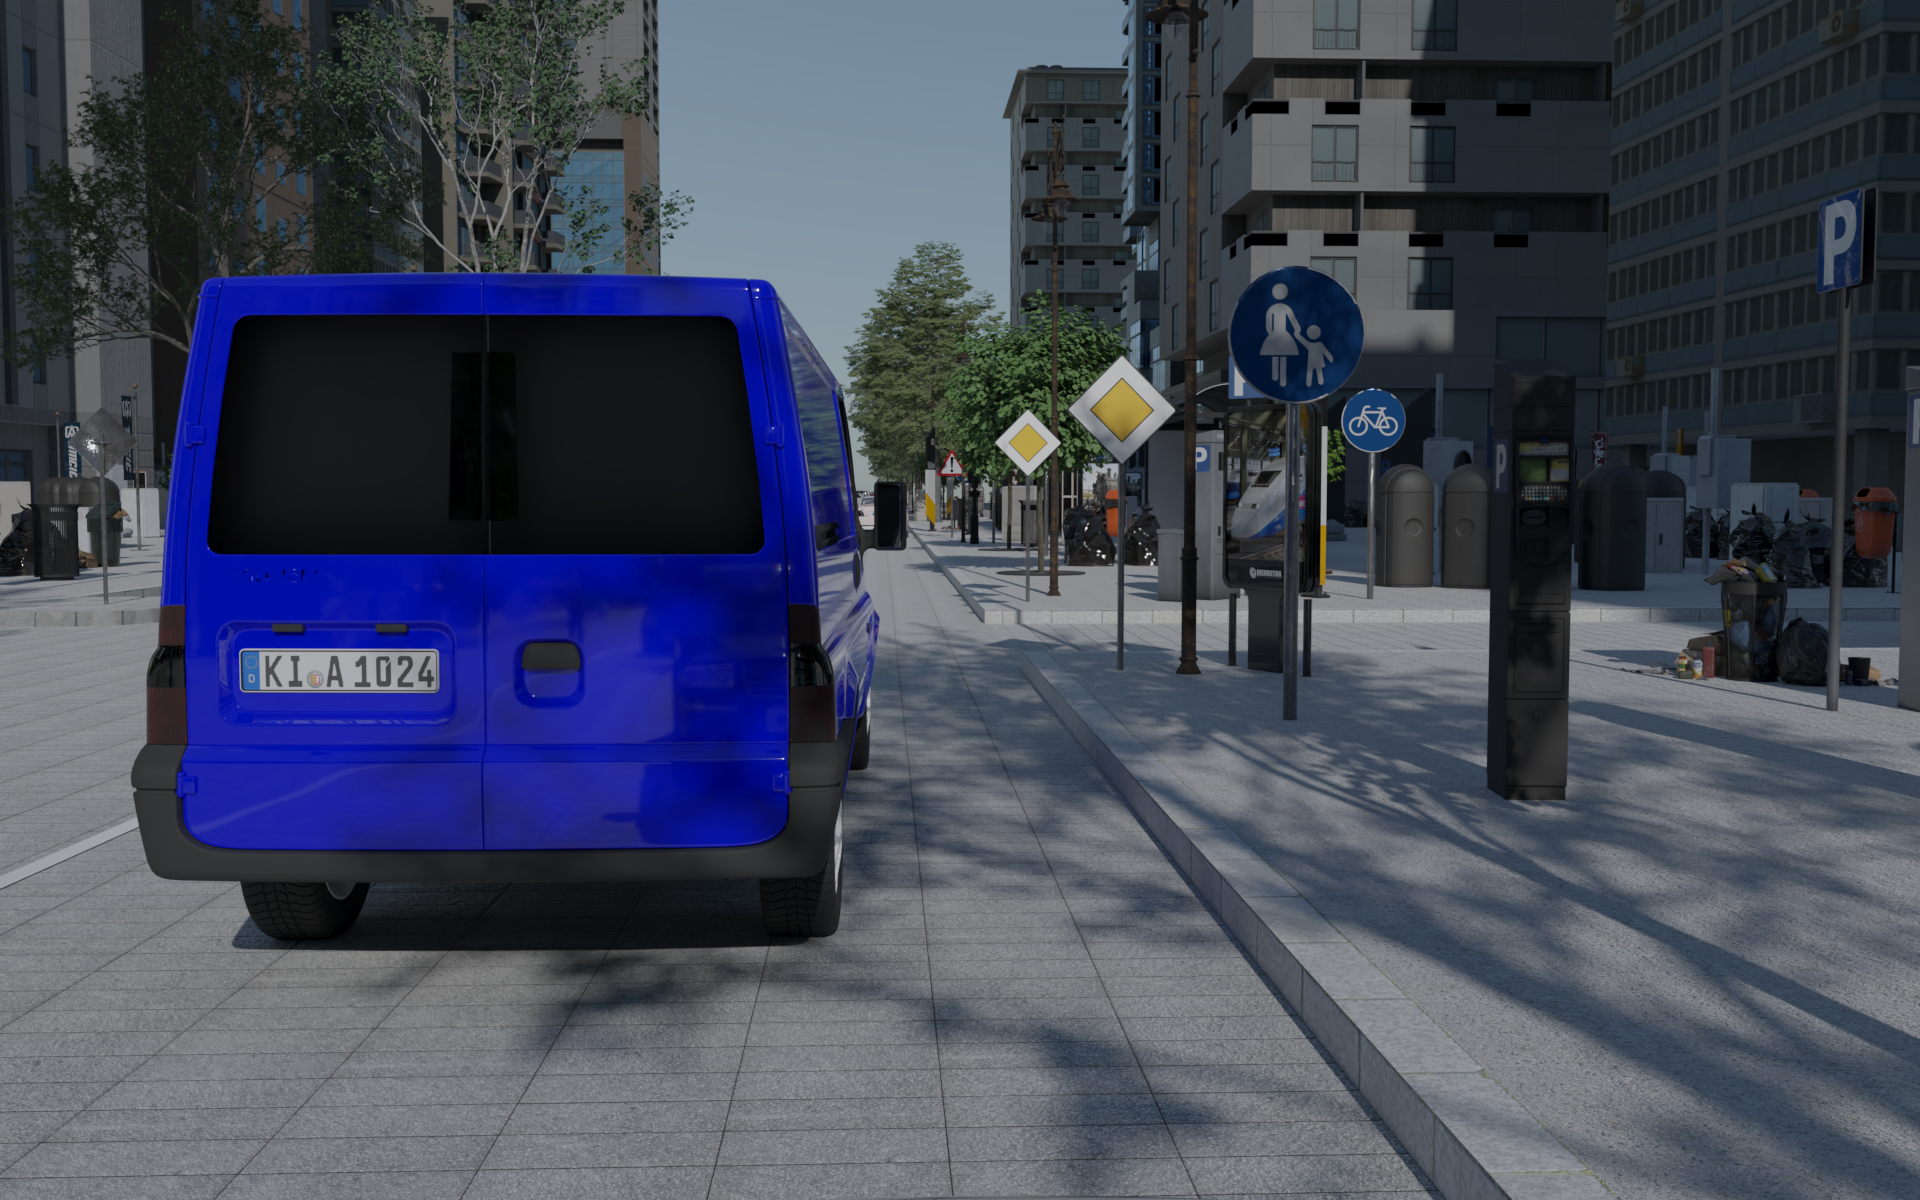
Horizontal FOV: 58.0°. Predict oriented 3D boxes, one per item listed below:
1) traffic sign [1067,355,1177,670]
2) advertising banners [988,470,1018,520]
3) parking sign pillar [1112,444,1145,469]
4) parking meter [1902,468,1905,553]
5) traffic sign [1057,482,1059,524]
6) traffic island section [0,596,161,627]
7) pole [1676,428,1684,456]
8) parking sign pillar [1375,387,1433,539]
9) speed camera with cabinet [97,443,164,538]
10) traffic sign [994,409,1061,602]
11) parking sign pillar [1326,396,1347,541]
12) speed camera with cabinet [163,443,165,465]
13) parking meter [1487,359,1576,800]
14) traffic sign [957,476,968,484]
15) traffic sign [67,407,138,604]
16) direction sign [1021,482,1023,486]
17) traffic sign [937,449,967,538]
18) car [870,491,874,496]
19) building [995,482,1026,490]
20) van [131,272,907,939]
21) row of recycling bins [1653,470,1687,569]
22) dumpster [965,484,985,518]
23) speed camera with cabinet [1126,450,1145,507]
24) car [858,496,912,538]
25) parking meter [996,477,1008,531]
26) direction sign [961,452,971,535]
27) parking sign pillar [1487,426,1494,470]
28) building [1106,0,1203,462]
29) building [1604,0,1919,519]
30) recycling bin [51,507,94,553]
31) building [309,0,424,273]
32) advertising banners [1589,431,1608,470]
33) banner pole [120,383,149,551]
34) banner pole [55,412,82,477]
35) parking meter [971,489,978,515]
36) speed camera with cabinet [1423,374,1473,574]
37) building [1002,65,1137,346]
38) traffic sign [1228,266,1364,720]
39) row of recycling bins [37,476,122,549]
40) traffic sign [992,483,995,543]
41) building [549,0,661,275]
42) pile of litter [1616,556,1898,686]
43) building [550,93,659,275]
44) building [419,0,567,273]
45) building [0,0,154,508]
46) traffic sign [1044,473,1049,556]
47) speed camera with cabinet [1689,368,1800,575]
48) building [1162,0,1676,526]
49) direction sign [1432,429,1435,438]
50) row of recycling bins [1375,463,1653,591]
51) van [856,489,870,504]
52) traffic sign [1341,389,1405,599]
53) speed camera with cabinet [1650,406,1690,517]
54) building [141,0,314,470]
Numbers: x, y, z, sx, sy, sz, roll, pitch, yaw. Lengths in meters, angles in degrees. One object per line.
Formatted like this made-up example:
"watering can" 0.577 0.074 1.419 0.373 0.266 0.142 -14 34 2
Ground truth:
"traffic sign" 1.167 -0.547 12.579 0.795 2.450 0.064 0 4 -3
"advertising banners" 2.190 -5.500 86.106 0.090 3.025 2.074 -3 5 -45
"parking sign pillar" 6.621 -4.872 68.130 1.447 3.967 1.447 0 4 -4
"parking meter" 18.310 -1.681 33.201 0.399 1.863 0.255 2 4 32
"traffic sign" 2.061 -2.249 36.770 0.884 2.594 0.081 0 4 4
"traffic island section" -9.955 0.130 20.148 2.009 0.180 2.903 0 4 -3
"pole" 22.312 -3.663 53.737 0.158 3.312 0.155 0 3 0
"parking sign pillar" 11.171 -3.358 43.382 1.447 3.967 1.447 -2 4 -27
"speed camera with cabinet" -24.599 -3.478 51.193 2.038 3.252 0.660 2 4 27
"traffic sign" 0.803 -1.034 20.556 0.795 2.450 0.064 0 4 -3
"parking sign pillar" 9.907 -3.611 47.512 1.447 3.967 1.447 -1 4 -22
"speed camera with cabinet" -31.453 -4.471 67.433 2.038 3.252 0.660 3 5 45
"parking meter" 2.418 -0.100 7.346 0.255 1.863 0.399 0 4 3
"traffic sign" 0.231 -5.208 85.256 0.768 2.556 0.104 0 4 2
"traffic sign" -9.931 -1.006 20.087 0.795 2.450 0.064 0 4 -3
"direction sign" 2.389 -4.556 66.484 0.379 3.537 0.876 -1 4 -9
"traffic sign" -0.232 -3.072 50.230 0.884 2.594 0.081 0 4 2
"car" -11.788 -14.320 242.806 2.281 1.827 5.304 0 4 -1
"building" 19.110 -24.238 241.333 27.650 21.520 28.899 0 4 -3
"van" -1.354 -0.175 7.245 2.240 2.365 5.245 0 4 -1
"row of recycling bins" 12.025 -1.468 31.109 1.069 1.692 3.534 0 4 0
"dumpster" 0.746 -5.479 95.348 1.264 1.857 1.865 0 4 -3
"speed camera with cabinet" 6.066 -4.227 63.452 0.660 3.252 2.038 2 4 28
"car" -2.647 -2.788 57.946 2.083 1.381 4.827 0 4 -2
"parking meter" 1.478 -3.364 60.714 0.399 1.863 0.255 0 4 4
"direction sign" 0.297 -3.809 54.267 0.379 3.537 0.876 2 4 33
"parking sign pillar" 15.418 -3.695 48.882 1.447 3.967 1.447 -1 4 -17
"building" 21.706 -50.702 141.642 22.319 86.520 31.000 0 4 -3
"building" 34.659 -21.933 50.488 23.993 40.220 32.217 0 4 -3
"recycling bin" -16.847 -1.253 33.039 0.722 1.027 0.722 0 4 -5
"building" -46.595 -25.277 105.168 32.217 40.220 23.993 0 4 -3
"advertising banners" 18.408 -3.166 47.948 2.074 3.025 0.090 0 4 -2
"banner pole" -18.626 -2.994 38.962 0.401 3.779 0.863 0 4 1
"banner pole" -27.247 -3.845 52.888 0.863 3.779 0.401 -1 4 -17
"parking meter" 0.789 -5.148 92.585 0.372 1.533 0.369 0 3 0
"speed camera with cabinet" 7.518 -2.055 27.932 2.038 3.252 0.660 -3 5 -44
"building" 20.449 -38.086 211.951 28.713 52.752 27.495 0 4 -3
"traffic sign" 1.878 -0.592 9.783 0.768 2.556 0.104 0 4 -2
"row of recycling bins" -21.075 -2.093 41.332 3.534 1.692 1.069 3 5 44
"traffic sign" 0.878 -2.752 45.108 0.768 2.556 0.104 0 4 7
"building" -45.775 -47.491 214.725 20.563 71.187 20.611 0 4 -3
"pile of litter" 5.584 0.111 12.150 1.176 0.858 1.719 -3 4 -37
"building" -42.241 -33.506 197.938 14.600 45.320 14.200 0 4 -3
"building" -42.345 -29.175 131.631 22.147 44.769 28.867 0 4 -3
"building" -38.203 -30.755 44.851 21.231 58.520 28.212 0 4 -3
"traffic sign" 1.786 -2.178 35.723 0.768 2.556 0.104 0 4 1
"speed camera with cabinet" 12.102 -1.976 26.640 0.660 3.252 2.038 0 4 -5
"building" 24.982 -30.158 82.325 28.713 52.752 27.495 0 4 -3
"direction sign" 16.165 -4.199 60.644 0.876 3.537 0.379 2 4 25
"row of recycling bins" 7.462 -1.008 23.599 3.534 1.692 1.069 1 4 18
"van" -8.174 -8.359 143.683 2.013 2.044 4.112 0 4 -2
"traffic sign" 5.005 -1.282 21.061 0.768 2.556 0.104 0 4 2
"speed camera with cabinet" 16.345 -2.708 38.613 0.660 3.252 2.038 -1 4 -22
"building" -37.308 -25.955 74.477 14.600 45.320 14.200 0 4 -3
